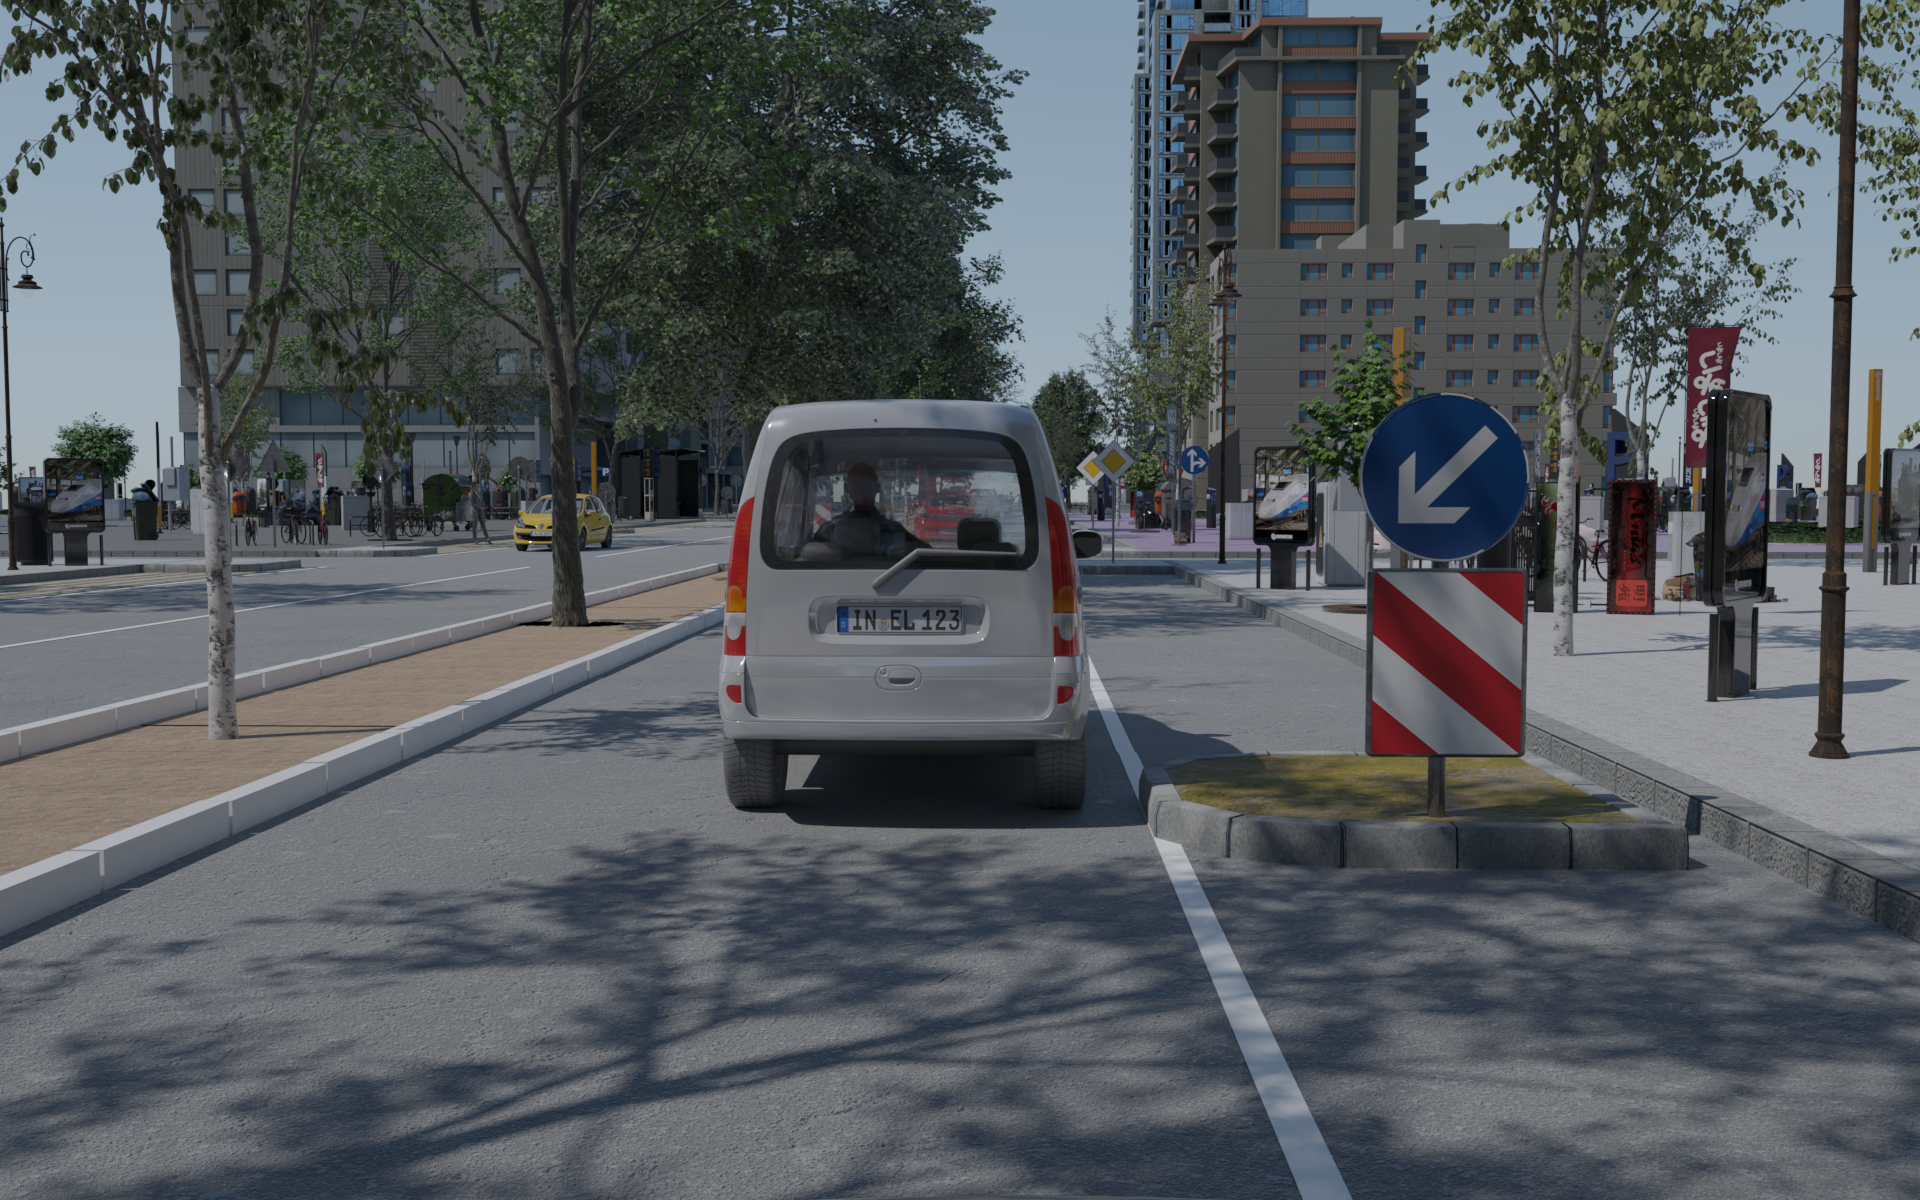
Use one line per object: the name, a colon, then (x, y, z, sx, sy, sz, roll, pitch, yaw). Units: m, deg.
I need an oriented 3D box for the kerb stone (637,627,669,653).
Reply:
kerb stone: (-2.859, 0.382, 15.957, 0.120, 0.150, 1.000, 0, 4, 2)

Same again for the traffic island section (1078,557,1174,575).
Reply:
traffic island section: (2.871, -0.610, 32.248, 2.009, 0.180, 2.903, 0, 4, 2)

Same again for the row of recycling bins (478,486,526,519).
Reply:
row of recycling bins: (-23.938, -4.969, 88.355, 3.534, 1.692, 1.069, -1, 4, -12)

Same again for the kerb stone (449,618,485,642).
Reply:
kerb stone: (-4.922, 0.313, 17.080, 0.120, 0.150, 1.000, 0, 4, 2)

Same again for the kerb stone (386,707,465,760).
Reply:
kerb stone: (-3.040, 0.757, 9.820, 0.120, 0.150, 1.000, 0, 4, 2)

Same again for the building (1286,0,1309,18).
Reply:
building: (33.292, -55.779, 224.658, 22.319, 86.520, 31.000, 0, 4, 2)

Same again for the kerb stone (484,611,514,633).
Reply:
kerb stone: (-4.894, 0.252, 18.107, 0.120, 0.150, 1.000, 0, 4, 2)

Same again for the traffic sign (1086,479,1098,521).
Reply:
traffic sign: (6.320, -4.951, 83.085, 0.606, 2.300, 0.079, 1, 4, 9)

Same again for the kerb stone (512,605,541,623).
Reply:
kerb stone: (-4.857, 0.188, 19.129, 0.120, 0.150, 1.000, 0, 4, 2)

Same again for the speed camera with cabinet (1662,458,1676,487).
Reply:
speed camera with cabinet: (38.991, -6.202, 95.735, 0.660, 3.252, 2.038, 1, 4, 9)

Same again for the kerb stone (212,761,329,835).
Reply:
kerb stone: (-3.099, 0.886, 7.772, 0.120, 0.150, 1.000, 0, 4, 2)

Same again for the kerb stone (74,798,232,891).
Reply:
kerb stone: (-3.133, 0.945, 6.750, 0.120, 0.150, 1.000, 0, 4, 2)

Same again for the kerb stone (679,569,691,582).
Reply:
kerb stone: (-4.592, -0.377, 28.358, 0.120, 0.150, 1.000, 0, 4, 2)

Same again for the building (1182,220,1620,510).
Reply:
building: (32.847, -17.828, 136.534, 27.650, 21.520, 28.899, 0, 4, 2)

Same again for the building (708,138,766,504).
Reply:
building: (-33.093, -37.076, 225.797, 23.786, 49.044, 30.456, 0, 4, 2)

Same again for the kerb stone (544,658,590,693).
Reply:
kerb stone: (-2.955, 0.570, 12.886, 0.120, 0.150, 1.000, 0, 4, 2)

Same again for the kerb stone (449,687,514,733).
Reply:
kerb stone: (-3.011, 0.695, 10.842, 0.120, 0.150, 1.000, 0, 4, 2)

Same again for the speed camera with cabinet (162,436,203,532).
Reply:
speed camera with cabinet: (-26.268, -3.978, 59.379, 2.038, 3.252, 0.660, 1, 4, 13)

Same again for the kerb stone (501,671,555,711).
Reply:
kerb stone: (-2.987, 0.632, 11.864, 0.120, 0.150, 1.000, 0, 4, 2)

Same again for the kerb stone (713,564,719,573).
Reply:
kerb stone: (-4.498, -0.564, 31.424, 0.120, 0.150, 1.000, 0, 4, 2)

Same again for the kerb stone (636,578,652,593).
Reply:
kerb stone: (-4.693, -0.189, 25.289, 0.120, 0.150, 1.000, 0, 4, 2)

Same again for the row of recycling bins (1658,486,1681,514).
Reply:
row of recycling bins: (36.198, -4.989, 88.685, 3.534, 1.692, 1.069, -3, 5, -44)

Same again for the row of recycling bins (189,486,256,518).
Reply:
row of recycling bins: (-39.952, -5.310, 93.932, 1.069, 1.692, 3.534, 3, 5, 44)

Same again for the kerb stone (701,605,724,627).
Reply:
kerb stone: (-2.764, 0.193, 19.038, 0.120, 0.150, 1.000, 0, 4, 2)

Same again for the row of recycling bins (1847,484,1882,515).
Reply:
row of recycling bins: (38.296, -4.077, 73.765, 1.069, 1.692, 3.534, 0, 4, 7)

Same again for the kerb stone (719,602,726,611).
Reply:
kerb stone: (-2.744, 0.130, 20.063, 0.120, 0.150, 1.000, 0, 4, 2)

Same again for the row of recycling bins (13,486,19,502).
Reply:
row of recycling bins: (-47.827, -4.991, 88.708, 1.069, 1.692, 3.534, -1, 4, -9)

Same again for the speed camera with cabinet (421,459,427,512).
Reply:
speed camera with cabinet: (-29.984, -6.323, 97.721, 0.660, 3.252, 2.038, -1, 4, -22)

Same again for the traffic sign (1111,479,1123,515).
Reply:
traffic sign: (8.079, -5.359, 87.624, 0.884, 2.594, 0.081, 1, 4, 10)

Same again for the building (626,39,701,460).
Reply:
building: (-30.898, -28.582, 150.914, 14.154, 41.232, 14.086, 0, 4, 2)

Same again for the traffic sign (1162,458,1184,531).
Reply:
traffic sign: (7.348, -3.651, 59.799, 0.768, 2.556, 0.104, 1, 4, 9)

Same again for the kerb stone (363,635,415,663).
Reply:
kerb stone: (-4.982, 0.439, 15.024, 0.120, 0.150, 1.000, 0, 4, 2)

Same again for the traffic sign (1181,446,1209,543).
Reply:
traffic sign: (6.178, -2.789, 45.709, 0.768, 2.556, 0.104, 0, 4, 2)

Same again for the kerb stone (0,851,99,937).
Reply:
kerb stone: (-3.162, 1.008, 5.720, 0.120, 0.150, 1.000, 0, 4, 2)

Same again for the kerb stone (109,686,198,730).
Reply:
kerb stone: (-5.115, 0.690, 10.917, 0.120, 0.150, 1.000, 0, 4, 2)

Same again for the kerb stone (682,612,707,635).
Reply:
kerb stone: (-2.802, 0.256, 18.016, 0.120, 0.150, 1.000, 0, 4, 2)

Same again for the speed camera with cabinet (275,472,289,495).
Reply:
speed camera with cabinet: (-42.193, -7.011, 108.972, 0.660, 3.252, 2.038, 1, 4, 16)

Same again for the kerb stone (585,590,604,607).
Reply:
kerb stone: (-4.776, -0.001, 22.211, 0.120, 0.150, 1.000, 0, 4, 2)

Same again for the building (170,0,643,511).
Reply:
building: (-39.460, -33.053, 129.662, 28.713, 52.752, 27.495, 0, 4, 2)

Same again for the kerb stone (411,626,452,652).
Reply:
kerb stone: (-4.957, 0.377, 16.052, 0.120, 0.150, 1.000, 0, 4, 2)

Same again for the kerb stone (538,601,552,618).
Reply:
kerb stone: (-4.841, 0.125, 20.158, 0.120, 0.150, 1.000, 0, 4, 2)

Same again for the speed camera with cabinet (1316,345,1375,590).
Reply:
speed camera with cabinet: (5.329, -1.803, 23.820, 0.660, 3.252, 2.038, 0, 4, 4)

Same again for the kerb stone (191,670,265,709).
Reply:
kerb stone: (-5.082, 0.627, 11.939, 0.120, 0.150, 1.000, 0, 4, 2)

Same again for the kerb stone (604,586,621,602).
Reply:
kerb stone: (-4.750, -0.058, 23.234, 0.120, 0.150, 1.000, 0, 4, 2)

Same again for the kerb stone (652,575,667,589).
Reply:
kerb stone: (-4.653, -0.252, 26.311, 0.120, 0.150, 1.000, 0, 4, 2)

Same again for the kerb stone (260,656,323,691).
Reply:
kerb stone: (-5.051, 0.564, 12.975, 0.120, 0.150, 1.000, 0, 4, 2)

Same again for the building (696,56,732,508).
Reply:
building: (-33.273, -44.637, 168.069, 20.563, 71.187, 20.611, 0, 4, 2)

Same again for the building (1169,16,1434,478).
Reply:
building: (31.537, -31.198, 164.705, 22.147, 44.769, 28.867, 0, 4, 2)

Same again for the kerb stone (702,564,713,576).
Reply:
kerb stone: (-4.528, -0.501, 30.401, 0.120, 0.150, 1.000, 0, 4, 2)

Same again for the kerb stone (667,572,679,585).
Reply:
kerb stone: (-4.625, -0.314, 27.336, 0.120, 0.150, 1.000, 0, 4, 2)

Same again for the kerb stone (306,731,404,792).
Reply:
kerb stone: (-3.075, 0.819, 8.798, 0.120, 0.150, 1.000, 0, 4, 2)

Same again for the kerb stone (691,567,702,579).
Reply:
kerb stone: (-4.561, -0.437, 29.380, 0.120, 0.150, 1.000, 0, 4, 2)

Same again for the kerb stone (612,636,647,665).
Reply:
kerb stone: (-2.888, 0.446, 14.935, 0.120, 0.150, 1.000, 0, 4, 2)

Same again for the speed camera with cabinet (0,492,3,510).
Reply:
speed camera with cabinet: (-64.702, -7.368, 114.799, 0.660, 3.252, 2.038, 3, 5, 40)

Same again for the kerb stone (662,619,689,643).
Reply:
kerb stone: (-2.834, 0.324, 16.987, 0.120, 0.150, 1.000, 0, 4, 2)

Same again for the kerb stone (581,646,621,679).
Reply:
kerb stone: (-2.914, 0.509, 13.913, 0.120, 0.150, 1.000, 0, 4, 2)

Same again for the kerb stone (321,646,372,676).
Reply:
kerb stone: (-5.020, 0.510, 13.998, 0.120, 0.150, 1.000, 0, 4, 2)

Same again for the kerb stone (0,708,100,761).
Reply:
kerb stone: (-5.139, 0.752, 9.895, 0.120, 0.150, 1.000, 0, 4, 2)

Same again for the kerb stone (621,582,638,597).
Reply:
kerb stone: (-4.715, -0.122, 24.260, 0.120, 0.150, 1.000, 0, 4, 2)
